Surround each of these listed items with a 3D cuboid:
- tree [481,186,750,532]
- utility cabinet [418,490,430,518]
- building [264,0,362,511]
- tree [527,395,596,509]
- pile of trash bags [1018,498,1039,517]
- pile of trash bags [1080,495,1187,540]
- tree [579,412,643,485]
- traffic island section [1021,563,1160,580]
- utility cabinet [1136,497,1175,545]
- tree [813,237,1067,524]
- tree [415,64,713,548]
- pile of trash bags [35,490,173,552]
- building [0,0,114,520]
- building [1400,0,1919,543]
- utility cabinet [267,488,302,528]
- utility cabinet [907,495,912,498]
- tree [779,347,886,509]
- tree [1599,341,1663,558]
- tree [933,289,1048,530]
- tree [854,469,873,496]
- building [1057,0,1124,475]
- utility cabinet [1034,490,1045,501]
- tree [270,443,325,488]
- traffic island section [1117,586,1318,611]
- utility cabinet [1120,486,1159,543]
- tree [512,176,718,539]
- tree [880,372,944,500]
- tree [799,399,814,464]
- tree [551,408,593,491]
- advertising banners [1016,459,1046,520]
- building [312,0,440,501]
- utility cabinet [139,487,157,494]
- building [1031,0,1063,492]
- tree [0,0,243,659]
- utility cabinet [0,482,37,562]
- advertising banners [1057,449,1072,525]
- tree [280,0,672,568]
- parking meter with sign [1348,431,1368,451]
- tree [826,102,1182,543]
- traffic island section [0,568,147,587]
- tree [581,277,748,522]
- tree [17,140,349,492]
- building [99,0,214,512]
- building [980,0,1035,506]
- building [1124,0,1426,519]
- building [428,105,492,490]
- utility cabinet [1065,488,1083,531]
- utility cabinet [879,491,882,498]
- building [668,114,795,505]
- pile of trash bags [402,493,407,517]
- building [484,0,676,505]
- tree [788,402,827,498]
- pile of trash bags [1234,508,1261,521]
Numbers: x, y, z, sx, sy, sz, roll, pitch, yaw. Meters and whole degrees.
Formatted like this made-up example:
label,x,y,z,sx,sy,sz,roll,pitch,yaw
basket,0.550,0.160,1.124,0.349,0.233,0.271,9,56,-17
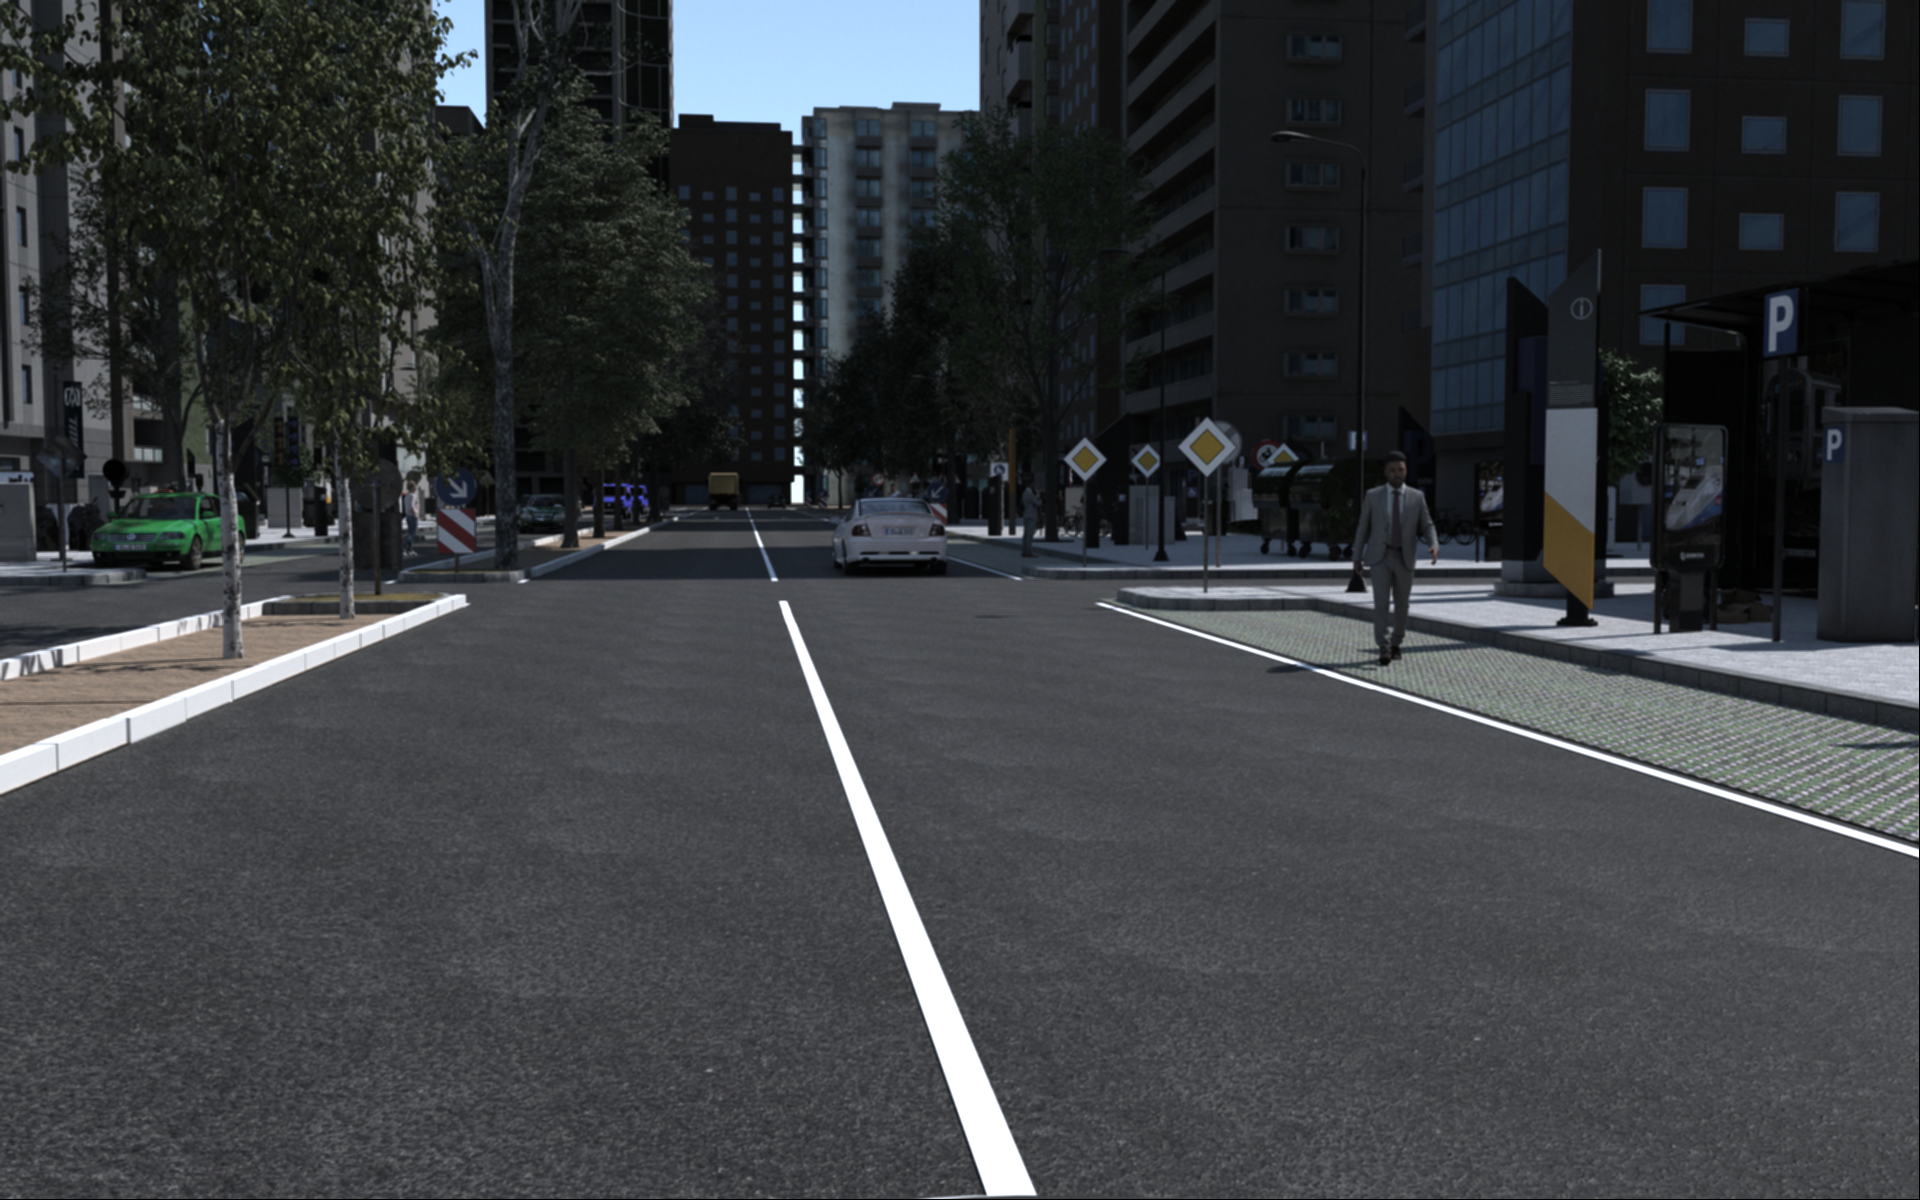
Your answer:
label,x,y,z,sx,sy,sz,roll,pitch,yaw
tree,-13.128,-9.381,66.201,12.009,13.543,11.850,0,3,0
utility cabinet,-28.029,-5.009,90.576,0.318,1.500,1.173,0,4,-4
building,-52.822,-48.981,113.507,22.319,86.520,31.000,0,4,-7
tree,-32.613,-13.135,149.166,8.767,10.594,7.601,-2,4,-31
pile of trash bags,4.854,-5.327,96.841,3.447,1.369,1.912,1,4,14
pile of trash bags,4.716,-2.365,48.428,1.912,1.369,3.447,-3,5,-45
tree,-35.957,-16.674,179.268,9.857,13.997,8.962,0,3,0
traffic island section,2.205,-0.498,30.421,2.009,0.180,2.903,0,4,-7
utility cabinet,4.946,-2.000,43.862,1.020,1.237,0.306,-2,4,-28
tree,-0.373,-9.649,74.775,9.611,12.733,9.660,0,3,0
tree,-10.489,-7.671,46.011,7.486,12.596,7.792,0,3,0
pile of trash bags,-19.639,-1.814,39.409,3.447,1.369,1.912,-1,4,-22
building,-44.330,-31.444,56.109,21.231,58.520,28.212,0,4,-7
building,22.807,-24.562,51.694,14.200,45.320,14.600,0,4,-7
utility cabinet,-25.107,-3.407,64.385,1.173,1.500,0.318,-1,4,-16
utility cabinet,-2.459,-5.259,97.140,1.020,1.237,0.306,0,4,-7
tree,-10.198,-14.366,145.248,12.009,13.543,11.850,0,3,0
tree,12.939,-3.162,35.406,4.285,4.588,4.351,0,3,0
tree,1.263,-6.790,61.373,4.360,8.622,3.978,0,3,0
tree,-7.566,-8.310,130.463,1.663,3.219,1.824,0,3,0
building,14.859,-28.702,119.387,14.600,45.320,14.200,0,4,-7
utility cabinet,4.864,-5.751,102.702,1.173,1.500,0.318,0,4,6
tree,-38.230,-7.072,99.348,4.285,4.588,4.351,0,3,0
traffic island section,3.206,-0.013,22.498,2.009,0.180,2.903,0,4,-7
utility cabinet,4.680,-2.215,44.896,1.173,1.500,0.318,3,4,39
tree,-11.500,-7.775,55.328,9.928,11.665,9.643,0,3,0
tree,-2.055,-8.402,87.738,4.737,8.622,4.395,0,3,0
tree,-5.361,-12.061,114.208,9.611,12.733,9.660,0,3,0
tree,-30.673,-11.510,138.544,4.360,8.622,3.978,0,3,0
advertising banners,3.569,-5.478,85.755,2.074,3.025,0.090,-2,4,-33
building,-59.938,-34.078,146.407,27.495,52.752,28.713,0,4,-7
utility cabinet,-24.127,-2.619,51.500,0.318,1.500,1.173,-1,4,-15
building,12.396,-27.513,133.430,14.154,41.232,14.086,0,4,-7
tree,-6.227,-3.773,14.514,4.737,8.622,4.395,0,3,0
utility cabinet,-18.033,-1.456,32.490,1.173,1.500,0.318,-1,4,-12
advertising banners,4.088,-4.338,67.107,0.090,3.025,2.074,1,4,20
tree,-10.012,-10.701,33.310,12.611,20.169,13.585,0,3,0
parking meter with sign,11.295,-3.190,48.412,0.543,3.016,1.738,2,4,26
tree,2.365,-7.366,46.188,9.928,11.665,9.643,0,3,0
traffic island section,-14.653,-0.368,28.304,2.009,0.180,2.903,0,4,-7
tree,-15.761,-10.372,89.053,9.611,12.733,9.660,0,3,0
tree,-19.880,-6.723,44.332,8.767,10.594,7.601,-1,4,-13
building,-46.826,-24.590,85.647,14.154,41.232,14.086,0,4,-7
building,16.788,-34.661,155.949,28.713,52.752,27.495,0,4,-7
building,21.590,-28.746,93.706,21.300,48.544,21.600,0,4,-7
building,-67.229,-35.617,206.031,21.600,48.544,21.300,0,4,-7
utility cabinet,4.095,-3.091,59.221,0.318,1.500,1.173,-3,4,-36
utility cabinet,-5.005,-5.752,102.728,0.318,1.500,1.173,2,4,24
building,-27.323,-34.123,208.018,14.200,45.320,14.600,0,4,-7
pile of trash bags,-31.519,-5.361,97.404,1.912,1.369,3.447,0,4,-7
building,-44.933,-47.065,207.760,20.611,71.187,20.563,0,4,-7
tree,-14.360,-15.594,180.713,9.928,11.665,9.643,0,3,0
pile of trash bags,10.891,-3.415,65.583,3.447,1.369,1.912,-1,4,-19
